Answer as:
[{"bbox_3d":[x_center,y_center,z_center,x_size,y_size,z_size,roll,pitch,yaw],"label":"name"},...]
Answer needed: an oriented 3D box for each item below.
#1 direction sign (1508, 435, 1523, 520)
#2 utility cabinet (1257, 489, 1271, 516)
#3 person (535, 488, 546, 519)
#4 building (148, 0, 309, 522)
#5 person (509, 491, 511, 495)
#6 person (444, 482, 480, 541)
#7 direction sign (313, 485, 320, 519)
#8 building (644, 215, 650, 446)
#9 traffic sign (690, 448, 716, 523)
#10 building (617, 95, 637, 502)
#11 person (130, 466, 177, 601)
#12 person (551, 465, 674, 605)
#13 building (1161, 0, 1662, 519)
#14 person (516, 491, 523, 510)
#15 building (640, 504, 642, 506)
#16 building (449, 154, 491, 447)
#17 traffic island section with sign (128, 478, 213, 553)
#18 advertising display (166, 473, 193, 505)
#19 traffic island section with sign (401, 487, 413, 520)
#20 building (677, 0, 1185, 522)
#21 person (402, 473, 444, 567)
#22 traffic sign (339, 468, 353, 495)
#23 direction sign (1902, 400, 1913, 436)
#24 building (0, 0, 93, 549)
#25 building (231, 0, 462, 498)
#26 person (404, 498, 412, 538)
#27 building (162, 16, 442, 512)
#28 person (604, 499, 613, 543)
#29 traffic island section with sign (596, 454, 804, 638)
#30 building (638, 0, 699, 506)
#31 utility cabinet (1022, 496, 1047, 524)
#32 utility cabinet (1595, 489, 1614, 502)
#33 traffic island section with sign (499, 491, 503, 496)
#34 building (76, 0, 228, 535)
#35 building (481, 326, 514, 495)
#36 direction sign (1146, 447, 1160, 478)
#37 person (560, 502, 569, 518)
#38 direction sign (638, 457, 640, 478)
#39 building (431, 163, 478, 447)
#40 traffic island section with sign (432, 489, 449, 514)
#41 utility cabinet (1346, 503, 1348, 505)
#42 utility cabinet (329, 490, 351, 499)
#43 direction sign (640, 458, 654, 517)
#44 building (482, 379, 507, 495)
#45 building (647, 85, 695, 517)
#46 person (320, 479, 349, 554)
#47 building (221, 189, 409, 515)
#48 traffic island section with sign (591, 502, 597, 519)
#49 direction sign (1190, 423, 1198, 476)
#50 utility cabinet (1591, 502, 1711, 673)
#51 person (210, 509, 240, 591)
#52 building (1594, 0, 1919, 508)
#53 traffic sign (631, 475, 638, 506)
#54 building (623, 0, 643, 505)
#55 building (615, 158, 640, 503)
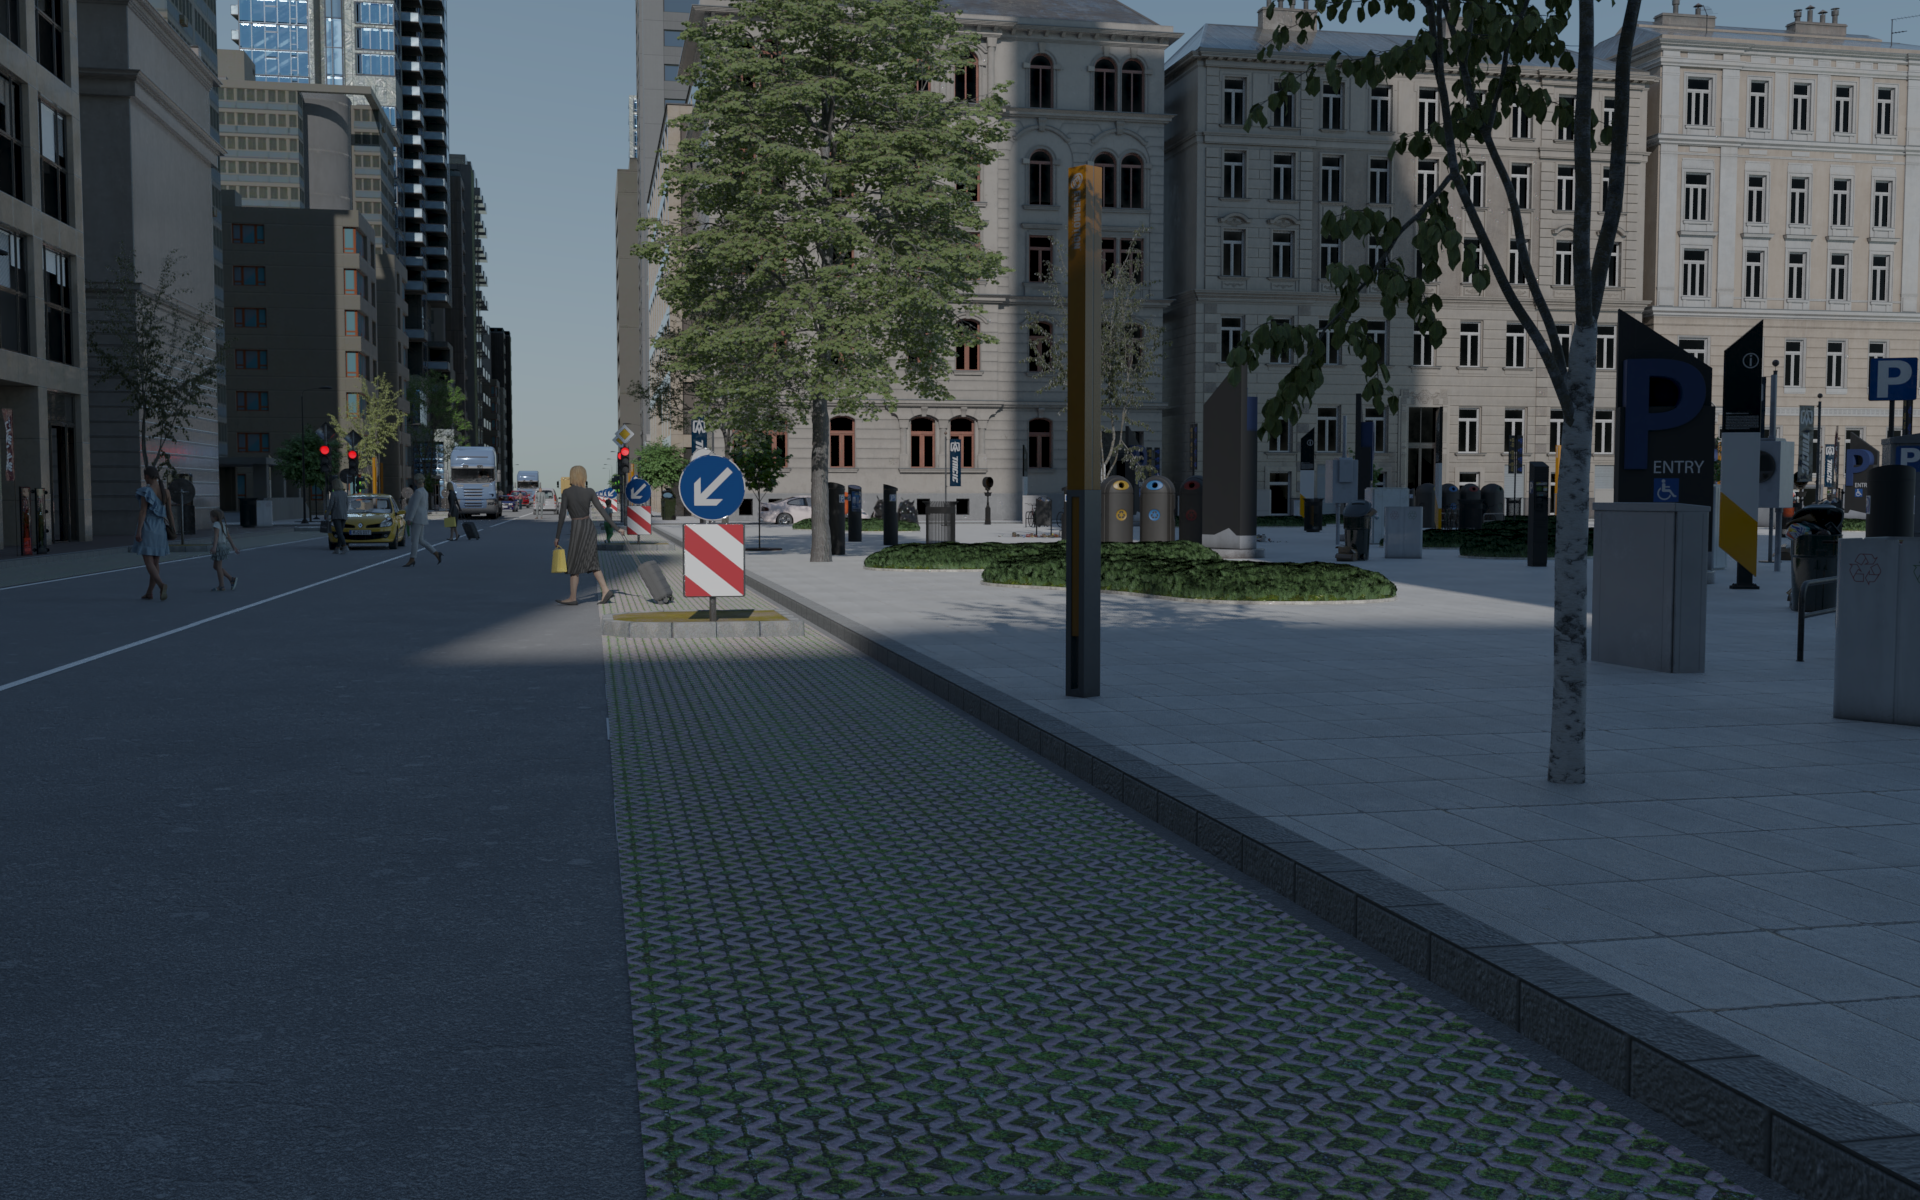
[{"bbox_3d":[21.386,-4.571,66.728,0.876,3.537,0.379,-3,4,-38],"label":"direction sign"},{"bbox_3d":[14.328,-4.558,83.200,1.173,1.500,0.318,2,4,23],"label":"utility cabinet"},{"bbox_3d":[-24.395,-5.627,100.603,0.635,1.810,0.391,-1,4,-13],"label":"person"},{"bbox_3d":[-49.385,-23.863,82.033,32.217,40.220,23.993,-1,4,-12],"label":"building"},{"bbox_3d":[-56.567,-12.806,217.846,1.348,1.831,0.705,1,4,11],"label":"person"},{"bbox_3d":[-15.424,-2.739,53.507,0.699,1.804,1.509,2,4,29],"label":"person"},{"bbox_3d":[-32.635,-5.855,87.730,0.379,3.537,0.876,2,4,33],"label":"direction sign"},{"bbox_3d":[-18.929,-21.836,142.917,13.634,28.700,20.117,-1,4,-12],"label":"building"},{"bbox_3d":[-7.072,-2.927,47.956,0.768,2.556,0.104,0,4,-4],"label":"traffic sign"},{"bbox_3d":[-42.679,-58.664,271.833,22.319,86.520,31.000,-1,4,-12],"label":"building"},{"bbox_3d":[-10.821,-0.901,23.331,0.778,1.811,0.616,3,5,40],"label":"person"},{"bbox_3d":[-4.504,-0.831,22.304,1.509,1.804,0.699,0,4,3],"label":"person"},{"bbox_3d":[22.077,-18.009,91.706,25.104,27.353,12.463,-1,4,-12],"label":"building"},{"bbox_3d":[-40.650,-9.211,159.814,0.721,1.736,1.217,1,4,20],"label":"person"},{"bbox_3d":[-20.167,-30.859,196.424,32.217,40.220,23.993,-1,4,-12],"label":"building"},{"bbox_3d":[-77.829,-38.085,242.300,23.786,49.044,30.456,-1,4,-12],"label":"building"},{"bbox_3d":[-19.488,-2.118,43.255,1.989,1.847,2.006,-1,4,-12],"label":"traffic island section with sign"},{"bbox_3d":[-24.460,-3.004,54.323,0.974,1.923,0.123,1,4,22],"label":"advertising display"},{"bbox_3d":[-31.108,-5.443,97.622,1.989,1.847,2.006,-1,4,-12],"label":"traffic island section with sign"},{"bbox_3d":[-2.102,-18.411,88.406,23.554,28.519,14.401,-1,4,-12],"label":"building"},{"bbox_3d":[-10.632,-1.583,34.256,0.818,1.842,0.514,-1,4,-23],"label":"person"},{"bbox_3d":[-30.217,-5.220,85.453,0.768,2.556,0.104,0,4,-8],"label":"traffic sign"},{"bbox_3d":[19.374,-2.659,35.475,0.379,3.537,0.876,1,4,19],"label":"direction sign"},{"bbox_3d":[-29.676,-13.680,28.190,19.350,26.468,34.151,-1,4,-12],"label":"building"},{"bbox_3d":[-64.492,-53.226,182.921,22.319,86.520,31.000,-1,4,-12],"label":"building"},{"bbox_3d":[-17.836,-2.654,56.146,0.306,1.304,0.590,-2,4,-29],"label":"person"},{"bbox_3d":[-64.180,-28.373,155.776,32.217,40.220,23.993,-1,4,-12],"label":"building"},{"bbox_3d":[-9.449,-2.064,46.487,0.306,1.304,0.590,1,4,9],"label":"person"},{"bbox_3d":[-2.736,-0.577,18.063,1.989,1.847,2.006,-1,4,-12],"label":"traffic island section with sign"},{"bbox_3d":[-20.540,-38.358,169.146,21.231,58.520,28.212,-1,4,-12],"label":"building"},{"bbox_3d":[3.185,-3.841,73.956,1.020,1.237,0.306,0,4,4],"label":"utility cabinet"},{"bbox_3d":[26.375,-3.765,70.236,1.173,1.500,0.318,3,5,45],"label":"utility cabinet"},{"bbox_3d":[-52.867,-11.671,199.443,1.989,1.847,2.006,-1,4,-12],"label":"traffic island section with sign"},{"bbox_3d":[-38.165,-13.162,57.007,24.055,21.916,13.314,-1,4,-12],"label":"building"},{"bbox_3d":[-83.489,-31.939,293.896,14.160,30.474,14.107,-1,4,-12],"label":"building"},{"bbox_3d":[9.343,-5.620,83.877,0.876,3.537,0.379,-3,4,-38],"label":"direction sign"},{"bbox_3d":[-23.663,-5.794,103.900,0.731,1.740,0.598,-3,4,-36],"label":"person"},{"bbox_3d":[-19.532,-6.945,105.553,0.379,3.537,0.876,-1,4,-22],"label":"direction sign"},{"bbox_3d":[-65.645,-32.046,207.538,14.154,41.232,14.086,-1,4,-12],"label":"building"},{"bbox_3d":[-36.745,-7.055,123.984,1.989,1.847,2.006,-1,4,-12],"label":"traffic island section with sign"},{"bbox_3d":[12.331,-2.556,52.952,1.020,1.237,0.306,0,4,-3],"label":"utility cabinet"},{"bbox_3d":[-36.193,-5.657,101.163,1.173,1.500,0.318,0,4,6],"label":"utility cabinet"},{"bbox_3d":[-17.522,-6.488,98.077,0.876,3.537,0.379,0,4,-6],"label":"direction sign"},{"bbox_3d":[-86.081,-26.094,271.672,27.650,21.520,28.899,-1,4,-12],"label":"building"},{"bbox_3d":[-10.614,-19.087,116.588,19.350,26.468,34.151,-1,4,-12],"label":"building"},{"bbox_3d":[-14.883,-1.997,41.339,0.728,1.800,0.709,2,4,33],"label":"person"},{"bbox_3d":[-53.108,-16.632,116.966,27.650,21.520,28.899,-1,4,-12],"label":"building"},{"bbox_3d":[-8.371,-2.189,44.425,1.989,1.847,2.006,-1,4,-12],"label":"traffic island section with sign"},{"bbox_3d":[7.533,-3.909,55.909,0.379,3.537,0.876,0,4,-7],"label":"direction sign"},{"bbox_3d":[5.115,-0.104,12.867,0.306,1.237,1.020,-1,4,-13],"label":"utility cabinet"},{"bbox_3d":[-10.888,-0.737,25.563,0.382,1.210,0.505,0,4,-5],"label":"person"},{"bbox_3d":[44.007,-19.041,97.227,20.117,28.700,13.634,-1,4,-12],"label":"building"},{"bbox_3d":[-21.742,-7.120,116.510,0.768,2.556,0.104,-1,4,-11],"label":"traffic sign"},{"bbox_3d":[-31.731,-47.556,215.787,20.563,71.187,20.611,-1,4,-12],"label":"building"},{"bbox_3d":[-37.924,-38.116,246.896,21.300,48.544,21.600,-1,4,-12],"label":"building"}]
